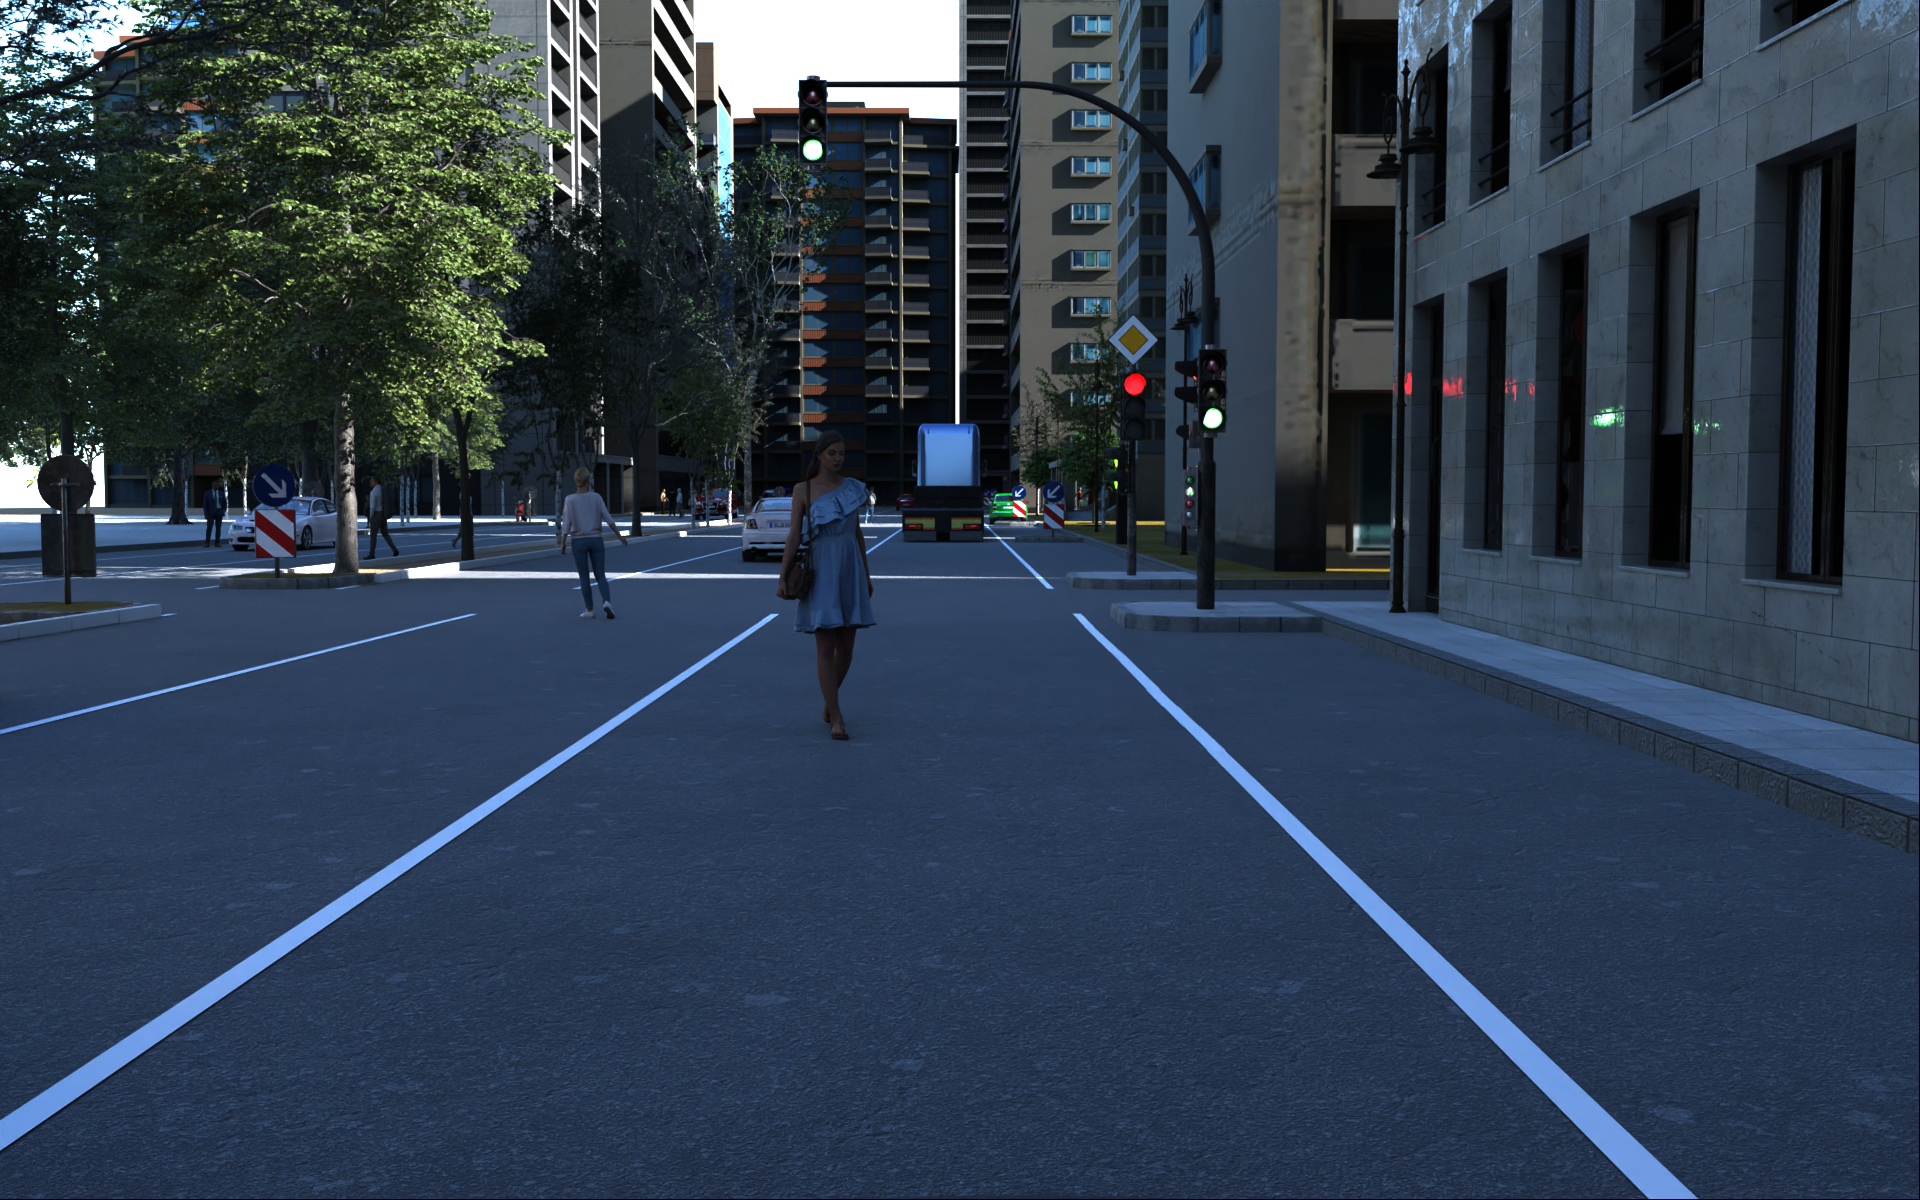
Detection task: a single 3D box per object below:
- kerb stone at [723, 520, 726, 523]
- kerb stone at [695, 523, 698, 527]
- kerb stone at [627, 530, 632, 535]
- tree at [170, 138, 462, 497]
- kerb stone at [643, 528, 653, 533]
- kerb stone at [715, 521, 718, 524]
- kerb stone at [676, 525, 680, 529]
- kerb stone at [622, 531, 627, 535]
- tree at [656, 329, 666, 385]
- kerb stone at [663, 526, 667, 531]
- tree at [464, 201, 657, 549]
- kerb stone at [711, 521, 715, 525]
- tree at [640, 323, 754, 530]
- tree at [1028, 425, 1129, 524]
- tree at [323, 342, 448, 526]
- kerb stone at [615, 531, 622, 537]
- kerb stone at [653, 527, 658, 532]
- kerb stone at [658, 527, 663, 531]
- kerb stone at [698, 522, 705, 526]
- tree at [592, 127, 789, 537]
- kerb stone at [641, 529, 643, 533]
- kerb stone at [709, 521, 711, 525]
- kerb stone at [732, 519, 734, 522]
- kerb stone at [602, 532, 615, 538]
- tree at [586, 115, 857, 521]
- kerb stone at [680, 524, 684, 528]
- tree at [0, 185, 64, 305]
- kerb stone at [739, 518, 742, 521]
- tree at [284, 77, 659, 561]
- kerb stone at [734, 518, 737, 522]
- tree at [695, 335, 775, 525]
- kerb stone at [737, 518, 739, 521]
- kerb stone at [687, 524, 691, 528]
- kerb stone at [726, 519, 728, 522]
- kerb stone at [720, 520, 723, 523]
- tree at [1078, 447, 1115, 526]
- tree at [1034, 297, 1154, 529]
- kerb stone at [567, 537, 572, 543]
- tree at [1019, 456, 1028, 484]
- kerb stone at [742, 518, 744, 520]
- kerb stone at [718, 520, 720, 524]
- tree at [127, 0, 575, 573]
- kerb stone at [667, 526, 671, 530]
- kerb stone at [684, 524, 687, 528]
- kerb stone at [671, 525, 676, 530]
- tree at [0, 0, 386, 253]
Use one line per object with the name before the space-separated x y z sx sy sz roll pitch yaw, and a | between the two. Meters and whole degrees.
kerb stone | -11.688 -3.825 84.735 0.120 0.150 1.000 0 4 0
kerb stone | -11.655 -3.261 75.505 0.120 0.150 1.000 0 4 0
kerb stone | -11.607 -2.319 60.141 0.120 0.150 1.000 0 4 0
tree | -22.918 -9.441 61.010 9.857 13.997 8.962 0 3 0
kerb stone | -11.618 -2.569 64.237 0.120 0.150 1.000 0 4 0
kerb stone | -11.671 -3.637 81.658 0.120 0.150 1.000 0 4 0
kerb stone | -11.638 -2.946 70.382 0.120 0.150 1.000 0 4 0
kerb stone | -11.596 -2.258 59.111 0.120 0.150 1.000 0 4 0
tree | -10.311 -5.842 48.331 4.360 8.622 3.978 0 3 0
kerb stone | -11.622 -2.759 67.306 0.120 0.150 1.000 0 4 0
tree | -10.029 -5.528 43.207 4.360 8.622 3.978 0 3 0
kerb stone | -11.664 -3.574 80.635 0.120 0.150 1.000 0 4 0
tree | -10.396 -7.001 67.287 4.737 8.622 4.395 0 3 0
tree | 5.848 -5.597 75.228 4.285 4.588 4.351 0 3 0
tree | -22.305 -7.261 69.074 4.737 8.622 4.395 0 3 0
kerb stone | -11.594 -2.194 58.088 0.120 0.150 1.000 0 4 0
kerb stone | -11.615 -2.634 65.259 0.120 0.150 1.000 0 4 0
kerb stone | -11.622 -2.696 66.282 0.120 0.150 1.000 0 4 0
kerb stone | -11.658 -3.386 77.557 0.120 0.150 1.000 0 4 0
tree | -10.871 -8.871 57.866 12.009 13.543 11.850 0 3 0
kerb stone | -11.615 -2.441 62.191 0.120 0.150 1.000 0 4 0
kerb stone | -11.675 -3.512 79.612 0.120 0.150 1.000 0 4 0
kerb stone | -11.698 -4.013 87.805 0.120 0.150 1.000 0 4 0
kerb stone | -11.599 -2.132 57.062 0.120 0.150 1.000 0 4 0
tree | -11.858 -14.000 87.239 12.611 20.169 13.585 0 3 0
kerb stone | -11.641 -3.008 71.405 0.120 0.150 1.000 0 4 0
tree | -22.217 -6.164 35.200 8.767 10.594 7.601 0 4 4
kerb stone | -11.716 -4.202 90.893 0.120 0.150 1.000 0 4 0
tree | -10.504 -6.129 37.077 8.767 10.594 7.601 0 4 0
kerb stone | -11.697 -4.072 88.830 0.120 0.150 1.000 0 4 0
tree | -10.526 -7.719 79.026 4.360 8.622 3.978 0 3 0
kerb stone | -11.702 -4.139 89.869 0.120 0.150 1.000 0 4 0
kerb stone | -11.647 -3.133 73.461 0.120 0.150 1.000 0 4 0
kerb stone | -11.690 -3.888 85.757 0.120 0.150 1.000 0 4 0
kerb stone | -11.686 -3.759 83.710 0.120 0.150 1.000 0 4 0
tree | 5.563 -4.576 69.420 1.663 3.219 1.824 0 3 0
tree | 5.181 -6.980 64.491 4.737 8.622 4.395 0 3 0
kerb stone | -11.574 -1.756 50.921 0.120 0.150 1.000 0 4 0
tree | 5.305 -7.418 104.995 4.285 4.588 4.351 0 3 0
kerb stone | -11.709 -4.264 91.915 0.120 0.150 1.000 0 4 0
kerb stone | -11.685 -3.699 82.680 0.120 0.150 1.000 0 4 0
tree | -10.505 -6.655 29.387 7.486 12.596 7.792 0 3 0
kerb stone | -11.627 -2.820 68.336 0.120 0.150 1.000 0 4 0
kerb stone | -11.641 -3.072 72.427 0.120 0.150 1.000 0 4 0
kerb stone | -11.636 -2.885 69.360 0.120 0.150 1.000 0 4 0
tree | -10.119 -6.159 13.522 12.009 13.543 11.850 0 3 0
